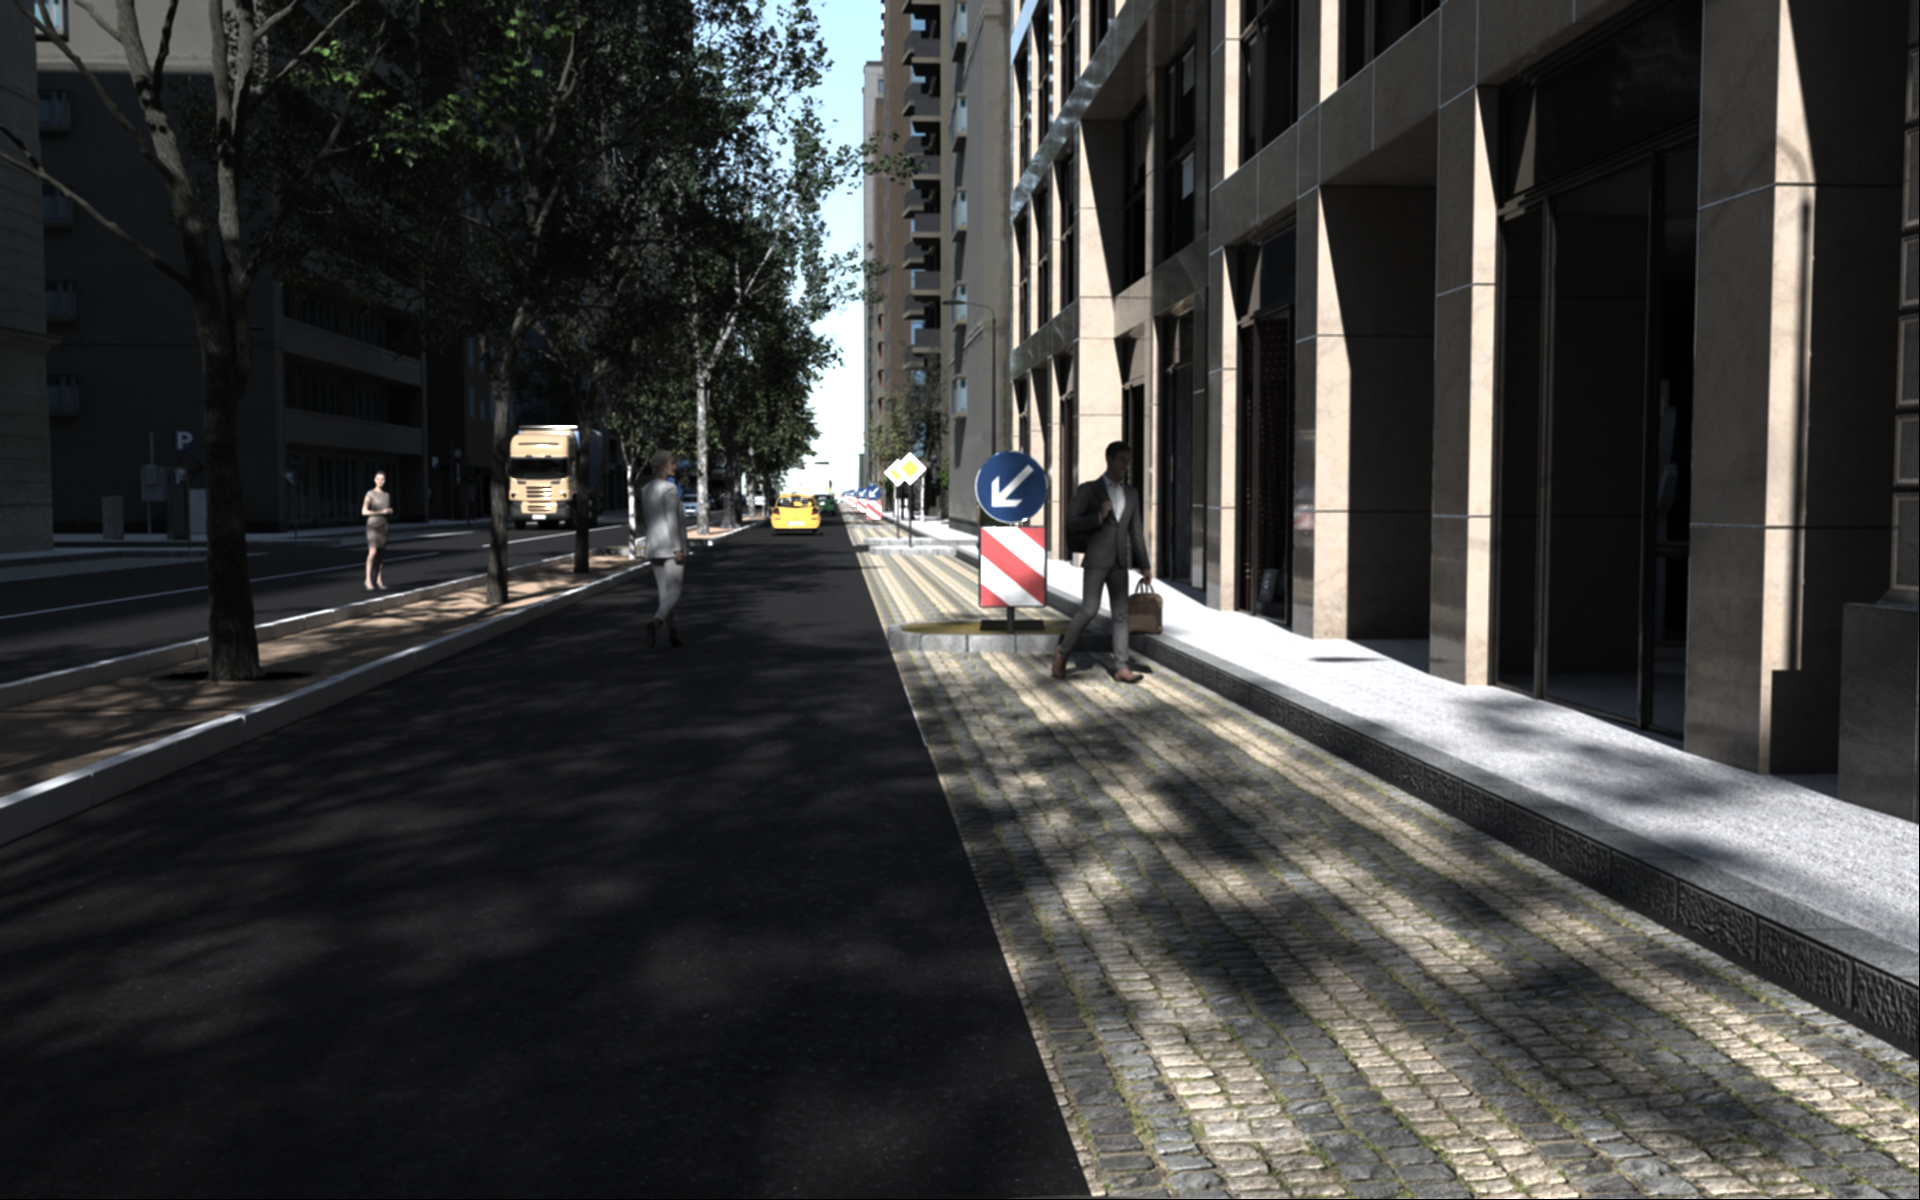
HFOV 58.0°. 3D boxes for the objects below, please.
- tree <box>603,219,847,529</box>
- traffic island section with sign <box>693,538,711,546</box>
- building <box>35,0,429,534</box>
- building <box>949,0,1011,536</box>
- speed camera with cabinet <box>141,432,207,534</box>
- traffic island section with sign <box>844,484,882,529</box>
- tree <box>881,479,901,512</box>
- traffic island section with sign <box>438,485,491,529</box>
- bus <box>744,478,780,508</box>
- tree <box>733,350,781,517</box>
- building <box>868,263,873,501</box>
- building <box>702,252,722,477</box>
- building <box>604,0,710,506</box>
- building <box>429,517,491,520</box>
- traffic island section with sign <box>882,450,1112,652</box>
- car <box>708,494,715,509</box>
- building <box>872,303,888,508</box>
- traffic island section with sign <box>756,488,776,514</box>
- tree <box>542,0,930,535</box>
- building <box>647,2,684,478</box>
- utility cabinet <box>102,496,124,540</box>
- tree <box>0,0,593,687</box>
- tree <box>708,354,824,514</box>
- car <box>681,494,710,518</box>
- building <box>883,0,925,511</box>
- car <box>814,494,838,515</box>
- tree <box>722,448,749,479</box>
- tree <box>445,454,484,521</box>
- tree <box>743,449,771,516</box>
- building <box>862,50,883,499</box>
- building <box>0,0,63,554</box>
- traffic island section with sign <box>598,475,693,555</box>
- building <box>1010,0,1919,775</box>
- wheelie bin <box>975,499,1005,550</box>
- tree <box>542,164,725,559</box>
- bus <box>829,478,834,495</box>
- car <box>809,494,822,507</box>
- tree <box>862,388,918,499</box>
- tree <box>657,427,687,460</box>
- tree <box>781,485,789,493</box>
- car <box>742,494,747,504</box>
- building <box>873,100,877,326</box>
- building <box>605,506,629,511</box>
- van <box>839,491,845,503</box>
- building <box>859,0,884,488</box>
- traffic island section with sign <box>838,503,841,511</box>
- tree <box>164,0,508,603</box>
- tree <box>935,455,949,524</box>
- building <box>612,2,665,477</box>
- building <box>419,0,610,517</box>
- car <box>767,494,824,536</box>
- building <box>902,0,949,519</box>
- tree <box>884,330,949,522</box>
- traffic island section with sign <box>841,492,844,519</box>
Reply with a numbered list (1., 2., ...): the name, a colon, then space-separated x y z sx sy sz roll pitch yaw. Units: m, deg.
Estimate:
1. tree: -9.438 -9.248 70.662 9.611 12.733 9.660 0 3 0
2. traffic island section with sign: -8.062 -2.483 48.730 2.006 1.907 1.989 0 4 -4
3. building: -33.606 -26.975 64.742 21.300 48.544 21.600 0 4 -4
4. building: 10.365 -26.710 60.417 21.600 48.544 21.300 0 4 -4
5. speed camera with cabinet: -25.106 -3.744 55.556 2.038 3.252 0.660 0 4 -5
6. traffic island section with sign: -3.707 -3.872 71.936 1.989 1.847 2.006 0 4 -4
7. tree: -4.928 -8.123 127.405 1.663 3.219 1.824 0 3 0
8. traffic island section with sign: -20.201 -3.815 71.002 1.989 1.847 2.006 0 4 -4
9. bus: -20.234 -11.206 178.079 2.948 3.499 13.247 0 4 -2
10. tree: -10.235 -7.645 77.820 4.360 8.622 3.978 0 3 0
11. building: -4.539 -27.250 217.235 14.160 30.474 14.107 0 4 -4
12. building: -43.982 -37.583 264.584 14.600 45.320 14.200 0 4 -4
13. building: -45.956 -49.406 246.034 20.563 71.187 20.611 0 4 -4
14. building: -32.131 -27.028 92.025 14.600 45.320 14.200 0 4 -4
15. traffic island section with sign: 0.310 -0.483 16.520 1.989 1.847 2.006 0 4 -4
16. car: -24.052 -9.246 163.169 2.014 1.417 4.499 0 4 -5
17. building: 5.430 -20.008 172.174 27.650 21.520 28.899 0 4 -4
18. traffic island section with sign: -13.509 -7.066 123.672 2.006 1.907 1.989 0 4 -4
19. tree: -7.728 -12.293 59.339 12.611 20.169 13.585 0 3 0
20. building: -44.997 -55.438 219.090 22.319 86.520 31.000 0 4 -4
21. utility cabinet: -23.716 -2.282 48.472 0.306 1.237 1.020 -3 5 -41
22. tree: -5.722 -5.194 13.141 9.928 11.665 9.643 0 3 0
23. tree: -13.334 -12.235 120.624 7.486 12.596 7.792 0 3 0
24. car: -15.908 -5.592 103.434 2.014 1.417 4.499 0 4 -3
25. building: 0.542 -30.529 149.259 14.600 45.320 14.200 0 4 -4
26. car: -9.338 -6.474 117.650 2.131 1.459 4.920 0 4 -4
27. tree: -37.704 -22.759 282.477 12.009 13.543 11.850 0 3 0
28. tree: -23.856 -5.476 84.134 1.663 3.219 1.824 0 3 0
29. tree: -12.739 -9.880 114.358 4.737 8.622 4.395 0 3 0
30. building: -2.770 -42.571 238.027 21.231 58.520 28.212 0 4 -4
31. building: -41.544 -15.468 29.318 44.131 29.872 17.030 0 4 -4
32. traffic island section with sign: -7.536 -2.031 41.342 2.006 1.907 1.989 0 4 -4
33. building: 11.999 -13.469 24.726 19.350 26.468 34.151 0 4 -4
34. wheelie bin: 0.709 -1.886 38.750 0.693 1.594 0.980 0 4 -7
35. tree: -7.157 -5.182 37.553 4.360 8.622 3.978 0 3 0
36. bus: -19.273 -15.352 242.549 2.896 3.916 12.252 0 4 -3
37. car: -9.181 -5.625 102.189 2.015 1.641 3.980 0 4 -4
38. tree: -4.577 -10.331 119.280 4.737 8.622 4.395 0 3 0
39. tree: -31.744 -17.133 198.256 7.486 12.596 7.792 0 3 0
40. tree: -12.309 -9.513 108.356 4.360 8.622 3.978 0 3 0
41. car: -28.093 -13.066 225.636 2.014 1.417 4.499 0 4 -5
42. building: -2.578 -33.190 192.760 14.600 45.320 14.200 0 4 -4
43. building: -39.133 -43.678 152.386 20.563 71.187 20.611 0 4 -4
44. van: -17.558 -15.826 265.769 2.013 2.044 4.112 0 4 -5
45. building: -4.388 -58.391 267.359 22.319 86.520 31.000 0 4 -4
46. traffic island section with sign: -9.328 -8.604 149.297 1.989 1.847 2.006 0 4 -4
47. tree: -6.059 -5.208 22.020 8.767 10.594 7.601 0 4 -4
48. tree: -0.199 -4.913 74.929 1.663 3.219 1.824 0 3 0
49. building: -44.812 -35.943 176.905 28.713 52.752 27.495 0 4 -4
50. building: -31.254 -28.391 114.305 14.600 45.320 14.200 0 4 -4
51. car: -5.780 -3.094 60.812 2.015 1.641 3.980 0 4 -6
52. building: 8.002 -27.135 98.289 22.147 44.769 28.867 0 4 -4
53. tree: -1.670 -7.837 78.501 4.360 8.622 3.978 0 3 0
54. traffic island section with sign: -5.661 -5.516 98.821 1.989 1.847 2.006 0 4 -4
